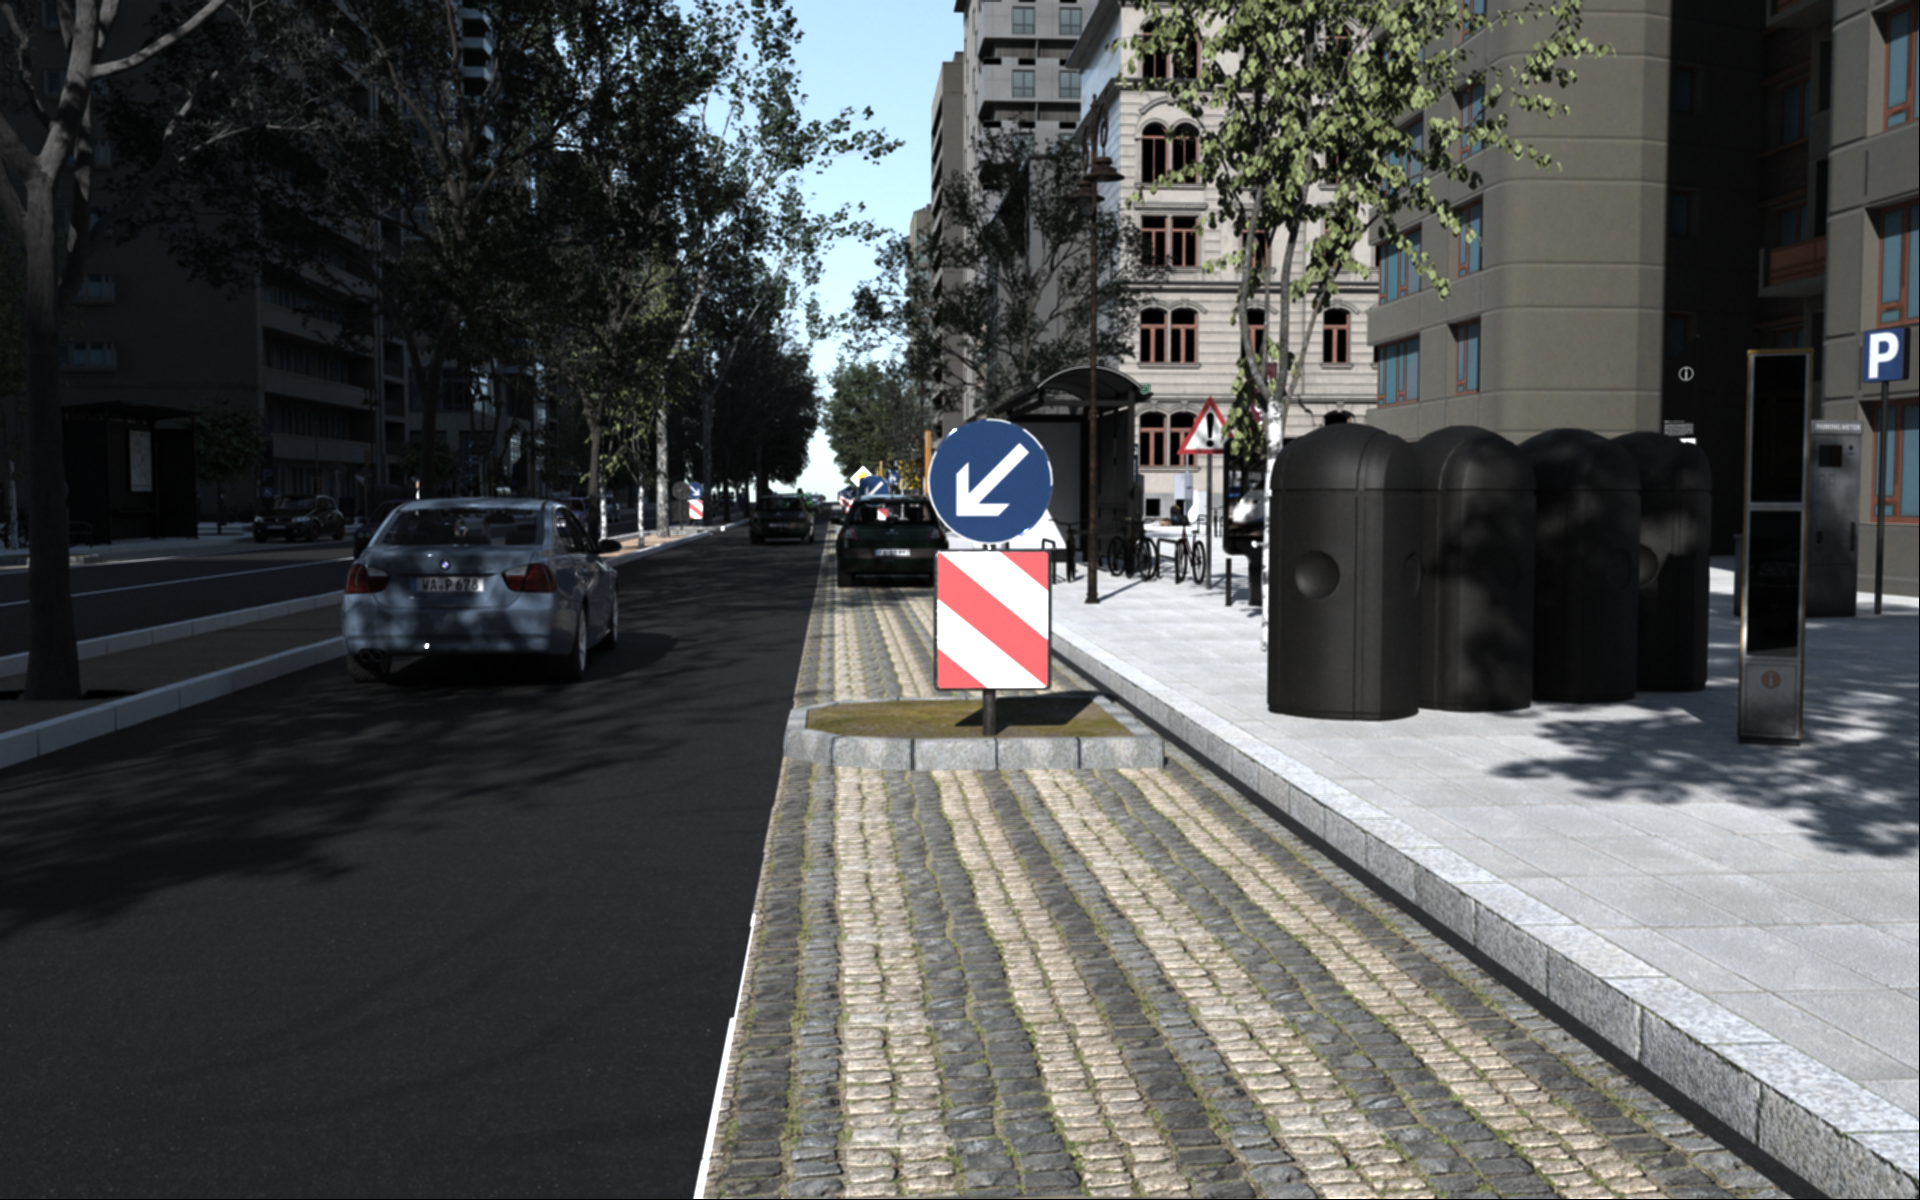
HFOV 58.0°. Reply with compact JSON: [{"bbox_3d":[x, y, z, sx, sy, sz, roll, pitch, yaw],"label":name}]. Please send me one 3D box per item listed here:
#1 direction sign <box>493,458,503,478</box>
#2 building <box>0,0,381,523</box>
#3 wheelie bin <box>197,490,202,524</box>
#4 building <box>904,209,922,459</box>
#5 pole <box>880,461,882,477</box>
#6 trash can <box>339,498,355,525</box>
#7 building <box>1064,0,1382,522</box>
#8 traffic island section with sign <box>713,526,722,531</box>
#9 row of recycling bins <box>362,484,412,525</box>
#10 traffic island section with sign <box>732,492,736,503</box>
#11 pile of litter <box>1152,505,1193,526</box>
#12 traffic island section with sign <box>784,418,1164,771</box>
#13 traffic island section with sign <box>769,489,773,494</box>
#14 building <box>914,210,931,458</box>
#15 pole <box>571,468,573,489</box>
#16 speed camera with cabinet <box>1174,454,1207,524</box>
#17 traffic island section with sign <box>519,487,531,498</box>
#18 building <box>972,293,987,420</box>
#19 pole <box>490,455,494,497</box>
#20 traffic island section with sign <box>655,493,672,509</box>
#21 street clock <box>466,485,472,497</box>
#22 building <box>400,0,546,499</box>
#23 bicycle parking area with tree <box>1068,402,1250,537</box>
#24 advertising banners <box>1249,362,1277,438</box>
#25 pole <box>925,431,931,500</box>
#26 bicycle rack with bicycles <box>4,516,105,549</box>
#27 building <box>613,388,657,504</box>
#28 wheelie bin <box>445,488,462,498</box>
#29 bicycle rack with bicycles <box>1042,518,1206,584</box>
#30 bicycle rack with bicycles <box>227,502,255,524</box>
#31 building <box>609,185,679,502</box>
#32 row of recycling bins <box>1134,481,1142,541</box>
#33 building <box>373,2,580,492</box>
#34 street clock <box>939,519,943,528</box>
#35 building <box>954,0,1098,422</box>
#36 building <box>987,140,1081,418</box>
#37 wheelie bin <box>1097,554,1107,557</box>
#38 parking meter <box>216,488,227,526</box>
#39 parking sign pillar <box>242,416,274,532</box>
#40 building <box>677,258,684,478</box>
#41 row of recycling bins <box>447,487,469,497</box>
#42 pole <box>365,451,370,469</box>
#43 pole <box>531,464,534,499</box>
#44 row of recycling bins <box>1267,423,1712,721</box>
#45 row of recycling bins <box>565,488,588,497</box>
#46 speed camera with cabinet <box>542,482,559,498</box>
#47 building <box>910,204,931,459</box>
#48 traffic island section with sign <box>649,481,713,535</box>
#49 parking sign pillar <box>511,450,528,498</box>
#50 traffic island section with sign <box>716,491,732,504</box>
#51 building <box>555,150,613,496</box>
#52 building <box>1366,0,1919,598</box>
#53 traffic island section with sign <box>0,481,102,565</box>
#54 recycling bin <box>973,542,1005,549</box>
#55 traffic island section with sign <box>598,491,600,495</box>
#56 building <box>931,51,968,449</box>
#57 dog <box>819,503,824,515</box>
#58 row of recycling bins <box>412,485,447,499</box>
[{"bbox_3d":[-29.175,-7.163,109.114,0.876,3.537,0.379,1,4,23],"label":"direction sign"},{"bbox_3d":[-43.189,-28.341,87.084,21.300,48.544,21.600,0,4,-4],"label":"building"},{"bbox_3d":[-33.097,-4.078,74.582,0.693,1.594,0.980,1,4,22],"label":"wheelie bin"},{"bbox_3d":[2.074,-40.954,289.200,23.786,49.044,30.456,0,4,-4],"label":"building"},{"bbox_3d":[-4.847,-6.881,106.345,0.158,3.312,0.155,0,3,0],"label":"pole"},{"bbox_3d":[-25.471,-3.685,71.903,0.748,1.137,0.748,0,3,0],"label":"trash can"},{"bbox_3d":[17.691,-18.159,84.286,23.554,28.519,14.401,0,4,-4],"label":"building"},{"bbox_3d":[-10.445,-3.700,68.626,2.006,1.907,1.989,0,4,-4],"label":"traffic island section with sign"},{"bbox_3d":[-24.409,-4.056,73.427,1.069,1.692,3.534,0,4,-2],"label":"row of recycling bins"},{"bbox_3d":[-36.386,-16.427,277.208,1.989,1.847,2.006,0,4,-4],"label":"traffic island section with sign"},{"bbox_3d":[8.554,-3.416,69.824,1.719,0.858,1.176,0,3,0],"label":"pile of litter"},{"bbox_3d":[0.002,-0.076,9.870,1.989,1.847,2.006,0,4,-4],"label":"traffic island section with sign"},{"bbox_3d":[-15.884,-8.283,143.568,2.006,1.907,1.989,0,4,-4],"label":"traffic island section with sign"},{"bbox_3d":[0.343,-34.731,251.444,14.154,41.232,14.086,0,4,-4],"label":"building"},{"bbox_3d":[-30.775,-8.784,137.469,0.158,3.312,0.155,0,3,0],"label":"pole"},{"bbox_3d":[9.982,-4.912,74.649,0.660,3.252,2.038,3,4,39],"label":"speed camera with cabinet"},{"bbox_3d":[-22.894,-5.040,91.038,1.989,1.847,2.006,0,4,-4],"label":"traffic island section with sign"},{"bbox_3d":[6.643,-16.599,136.021,10.561,19.102,19.286,0,4,-4],"label":"building"},{"bbox_3d":[-24.652,-5.955,91.211,0.158,3.312,0.155,0,3,0],"label":"pole"},{"bbox_3d":[-28.463,-9.744,167.936,1.989,1.847,2.006,0,4,-4],"label":"traffic island section with sign"},{"bbox_3d":[-40.279,-8.415,142.161,0.471,2.002,0.358,-2,4,-25],"label":"street clock"},{"bbox_3d":[-49.462,-51.527,155.142,22.319,86.520,31.000,0,4,-4],"label":"building"},{"bbox_3d":[6.069,-4.033,52.939,8.231,4.147,9.016,1,4,12],"label":"bicycle parking area with tree"},{"bbox_3d":[4.499,-1.616,22.615,0.090,3.025,2.074,-3,4,-36],"label":"advertising banners"},{"bbox_3d":[-1.037,-3.810,56.135,0.158,3.312,0.155,0,3,0],"label":"pole"},{"bbox_3d":[-22.135,-1.729,41.658,2.925,0.926,2.852,-2,4,-29],"label":"bicycle rack with bicycles"},{"bbox_3d":[-58.037,-24.624,247.640,27.650,21.520,28.899,0,4,-4],"label":"building"},{"bbox_3d":[-27.138,-5.197,92.880,0.980,1.594,0.693,0,4,-2],"label":"wheelie bin"},{"bbox_3d":[2.310,-0.754,25.717,2.852,0.926,2.925,0,4,-1],"label":"bicycle rack with bicycles"},{"bbox_3d":[-31.018,-3.853,76.385,2.925,0.926,2.852,0,4,-3],"label":"bicycle rack with bicycles"},{"bbox_3d":[-56.155,-39.704,272.864,21.300,48.544,21.600,0,4,-4],"label":"building"},{"bbox_3d":[3.258,-2.495,47.898,3.534,1.692,1.069,0,4,-3],"label":"row of recycling bins"},{"bbox_3d":[-51.252,-45.447,181.305,20.563,71.187,20.611,0,4,-4],"label":"building"},{"bbox_3d":[-0.587,-3.082,54.962,0.358,2.002,0.471,2,4,28],"label":"street clock"},{"bbox_3d":[14.662,-35.090,162.965,28.713,52.752,27.495,0,4,-4],"label":"building"},{"bbox_3d":[9.896,-17.879,111.396,14.314,24.678,30.058,0,4,-4],"label":"building"},{"bbox_3d":[3.048,-1.673,35.265,0.693,1.594,0.980,0,4,6],"label":"wheelie bin"},{"bbox_3d":[-29.976,-3.785,70.295,0.372,1.533,0.369,0,3,0],"label":"parking meter"},{"bbox_3d":[-23.915,-4.342,59.472,1.447,3.967,1.447,-2,4,-33],"label":"parking sign pillar"},{"bbox_3d":[-54.174,-37.171,291.346,14.154,41.232,14.086,0,4,-4],"label":"building"},{"bbox_3d":[-28.995,-5.438,96.019,3.534,1.692,1.069,0,4,-5],"label":"row of recycling bins"},{"bbox_3d":[-27.967,-5.381,81.825,0.158,3.312,0.155,0,3,0],"label":"pole"},{"bbox_3d":[-28.864,-7.525,116.878,0.158,3.312,0.155,0,3,0],"label":"pole"},{"bbox_3d":[3.437,-0.227,10.822,3.534,1.692,1.069,-2,4,-32],"label":"row of recycling bins"},{"bbox_3d":[-28.712,-7.457,129.039,1.069,1.692,3.534,-2,4,-32],"label":"row of recycling bins"},{"bbox_3d":[-31.531,-8.542,134.002,0.660,3.252,2.038,1,4,23],"label":"speed camera with cabinet"},{"bbox_3d":[-0.495,-37.684,266.238,14.600,45.320,14.200,0,4,-4],"label":"building"},{"bbox_3d":[-9.920,-3.248,61.238,2.006,1.907,1.989,0,4,-4],"label":"traffic island section with sign"},{"bbox_3d":[-26.846,-7.162,105.572,1.447,3.967,1.447,1,4,14],"label":"parking sign pillar"},{"bbox_3d":[-34.425,-14.783,250.324,1.989,1.847,2.006,0,4,-4],"label":"traffic island section with sign"},{"bbox_3d":[-48.292,-31.594,200.150,14.154,41.232,14.086,0,4,-4],"label":"building"},{"bbox_3d":[25.074,-11.304,29.863,27.650,21.520,28.899,0,4,-4],"label":"building"},{"bbox_3d":[-18.877,-1.649,35.592,1.989,1.847,2.006,0,4,-4],"label":"traffic island section with sign"},{"bbox_3d":[0.748,-1.652,39.566,0.722,1.027,0.722,2,4,24],"label":"recycling bin"},{"bbox_3d":[-24.844,-6.685,117.922,1.989,1.847,2.006,0,4,-4],"label":"traffic island section with sign"},{"bbox_3d":[8.100,-34.502,187.810,21.300,48.544,21.600,0,4,-4],"label":"building"},{"bbox_3d":[-9.696,-6.318,120.140,0.513,0.831,0.800,2,4,35],"label":"dog"},{"bbox_3d":[-24.159,-4.295,77.334,1.069,1.692,3.534,0,4,2],"label":"row of recycling bins"}]
